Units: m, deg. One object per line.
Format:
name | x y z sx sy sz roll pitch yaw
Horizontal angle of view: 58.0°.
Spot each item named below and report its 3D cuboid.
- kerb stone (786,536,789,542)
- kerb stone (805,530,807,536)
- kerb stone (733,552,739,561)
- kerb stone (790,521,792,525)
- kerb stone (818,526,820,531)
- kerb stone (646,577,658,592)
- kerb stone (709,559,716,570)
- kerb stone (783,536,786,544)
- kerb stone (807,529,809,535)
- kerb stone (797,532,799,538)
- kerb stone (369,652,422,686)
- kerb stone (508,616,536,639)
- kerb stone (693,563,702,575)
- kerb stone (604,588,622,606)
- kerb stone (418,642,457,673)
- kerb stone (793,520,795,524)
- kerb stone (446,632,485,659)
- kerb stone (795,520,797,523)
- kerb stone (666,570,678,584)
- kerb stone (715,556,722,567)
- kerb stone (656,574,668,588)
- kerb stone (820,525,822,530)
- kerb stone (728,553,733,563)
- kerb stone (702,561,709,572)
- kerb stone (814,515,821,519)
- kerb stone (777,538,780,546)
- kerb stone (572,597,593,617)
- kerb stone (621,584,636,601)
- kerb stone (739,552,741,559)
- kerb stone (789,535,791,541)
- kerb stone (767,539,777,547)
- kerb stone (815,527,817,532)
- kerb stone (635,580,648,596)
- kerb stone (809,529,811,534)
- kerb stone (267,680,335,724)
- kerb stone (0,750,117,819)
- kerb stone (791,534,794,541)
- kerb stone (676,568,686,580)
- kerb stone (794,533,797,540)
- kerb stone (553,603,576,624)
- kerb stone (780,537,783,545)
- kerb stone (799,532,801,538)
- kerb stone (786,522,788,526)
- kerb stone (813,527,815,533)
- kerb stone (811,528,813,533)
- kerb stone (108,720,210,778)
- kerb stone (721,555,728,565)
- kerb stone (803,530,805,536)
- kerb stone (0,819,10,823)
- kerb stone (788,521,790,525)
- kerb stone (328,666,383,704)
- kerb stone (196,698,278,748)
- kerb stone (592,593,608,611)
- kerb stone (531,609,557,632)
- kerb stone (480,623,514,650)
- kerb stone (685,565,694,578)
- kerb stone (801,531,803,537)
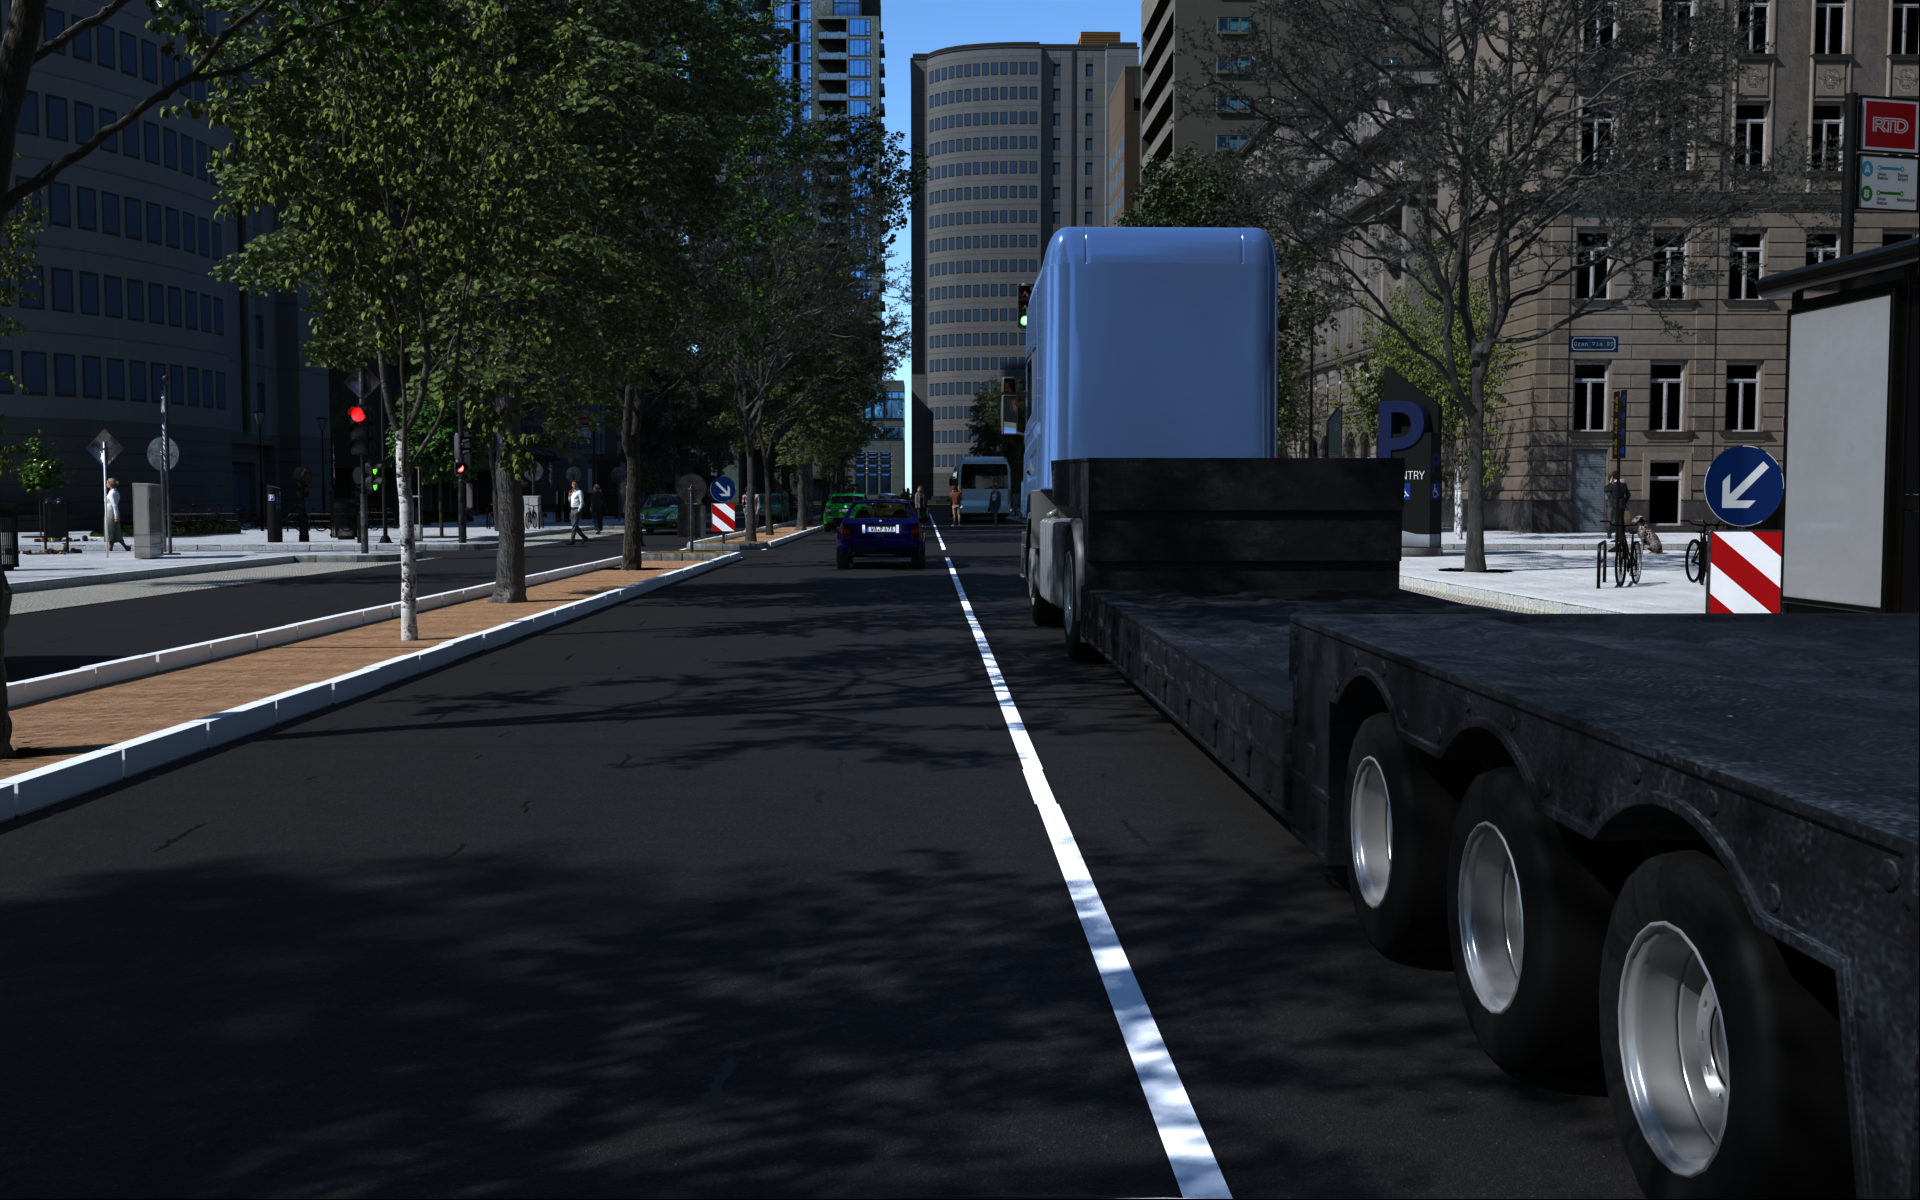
kerb stone | -5.194 -1.746 50.771 0.120 0.150 1.000 0 4 -1
kerb stone | -5.379 -2.249 58.973 0.120 0.150 1.000 0 4 -1
kerb stone | -4.877 -0.893 36.877 0.120 0.150 1.000 0 4 -1
kerb stone | -7.924 -3.498 79.436 0.120 0.150 1.000 0 4 -1
kerb stone | -5.532 -2.687 66.157 0.120 0.150 1.000 0 4 -1
kerb stone | -4.637 -0.210 25.627 0.120 0.150 1.000 0 4 -1
kerb stone | -4.794 -0.639 32.789 0.120 0.150 1.000 0 4 -1
kerb stone | -5.165 -1.685 49.746 0.120 0.150 1.000 0 4 -1
kerb stone | -5.400 -2.309 59.995 0.120 0.150 1.000 0 4 -1
kerb stone | -5.284 -1.998 54.861 0.120 0.150 1.000 0 4 -1
kerb stone | -4.366 0.543 13.324 0.120 0.150 1.000 0 4 -1
kerb stone | -4.461 0.294 17.413 0.120 0.150 1.000 0 4 -1
kerb stone | -4.747 -0.523 30.745 0.120 0.150 1.000 0 4 -1
kerb stone | -4.575 -0.021 22.543 0.120 0.150 1.000 0 4 -1
kerb stone | -4.385 0.487 14.346 0.120 0.150 1.000 0 4 -1
kerb stone | -7.977 -3.627 81.494 0.120 0.150 1.000 0 4 -1
kerb stone | -4.421 0.417 15.370 0.120 0.150 1.000 0 4 -1
kerb stone | -7.994 -3.682 82.518 0.120 0.150 1.000 0 4 -1
kerb stone | -4.685 -0.335 27.677 0.120 0.150 1.000 0 4 -1
kerb stone | -4.812 -0.707 33.811 0.120 0.150 1.000 0 4 -1
kerb stone | -4.669 -0.268 26.649 0.120 0.150 1.000 0 4 -1
kerb stone | -5.553 -2.751 67.181 0.120 0.150 1.000 0 4 -1
kerb stone | -4.870 -0.835 35.854 0.120 0.150 1.000 0 4 -1
kerb stone | -4.773 -0.584 31.766 0.120 0.150 1.000 0 4 -1
kerb stone | -8.448 -4.941 102.987 0.120 0.150 1.000 0 4 -1
kerb stone | -5.122 -1.560 47.699 0.120 0.150 1.000 0 4 -1
kerb stone | -4.523 0.104 20.488 0.120 0.150 1.000 0 4 -1
kerb stone | -4.590 -0.084 23.576 0.120 0.150 1.000 0 4 -1
kerb stone | -4.906 -0.956 37.898 0.120 0.150 1.000 0 4 -1
kerb stone | -5.217 -1.806 51.794 0.120 0.150 1.000 0 4 -1
kerb stone | -5.110 -1.496 46.676 0.120 0.150 1.000 0 4 -1
kerb stone | -5.482 -2.561 64.103 0.120 0.150 1.000 0 4 -1
kerb stone | -4.614 -0.143 24.599 0.120 0.150 1.000 0 4 -1
kerb stone | -5.419 -2.375 61.028 0.120 0.150 1.000 0 4 -1
kerb stone | -4.319 0.668 11.274 0.120 0.150 1.000 0 4 -1
kerb stone | -4.251 0.857 8.187 0.120 0.150 1.000 0 4 -1
kerb stone | -5.237 -1.873 52.817 0.120 0.150 1.000 0 4 -1
kerb stone | -4.711 -0.398 28.701 0.120 0.150 1.000 0 4 -1
kerb stone | -5.258 -1.933 53.839 0.120 0.150 1.000 0 4 -1
kerb stone | -4.501 0.167 19.462 0.120 0.150 1.000 0 4 -1
kerb stone | -5.143 -1.622 48.722 0.120 0.150 1.000 0 4 -1
kerb stone | -5.302 -2.061 55.893 0.120 0.150 1.000 0 4 -1
kerb stone | -7.876 -3.367 77.384 0.120 0.150 1.000 0 4 -1
kerb stone | -5.469 -2.499 63.075 0.120 0.150 1.000 0 4 -1
kerb stone | -5.439 -2.438 62.054 0.120 0.150 1.000 0 4 -1
kerb stone | -4.276 0.794 9.219 0.120 0.150 1.000 0 4 -1
kerb stone | -4.837 -0.772 34.833 0.120 0.150 1.000 0 4 -1
kerb stone | -5.355 -2.187 57.951 0.120 0.150 1.000 0 4 -1
kerb stone | -4.232 0.920 7.161 0.120 0.150 1.000 0 4 -1
kerb stone | -7.906 -3.438 78.413 0.120 0.150 1.000 0 4 -1
kerb stone | -4.332 0.610 12.303 0.120 0.150 1.000 0 4 -1
kerb stone | -4.295 0.731 10.245 0.120 0.150 1.000 0 4 -1
kerb stone | -4.552 0.047 21.517 0.120 0.150 1.000 0 4 -1
kerb stone | -4.481 0.231 18.435 0.120 0.150 1.000 0 4 -1
kerb stone | -4.427 0.357 16.392 0.120 0.150 1.000 0 4 -1
kerb stone | -4.729 -0.454 29.723 0.120 0.150 1.000 0 4 -1
kerb stone | -5.333 -2.124 56.929 0.120 0.150 1.000 0 4 -1
